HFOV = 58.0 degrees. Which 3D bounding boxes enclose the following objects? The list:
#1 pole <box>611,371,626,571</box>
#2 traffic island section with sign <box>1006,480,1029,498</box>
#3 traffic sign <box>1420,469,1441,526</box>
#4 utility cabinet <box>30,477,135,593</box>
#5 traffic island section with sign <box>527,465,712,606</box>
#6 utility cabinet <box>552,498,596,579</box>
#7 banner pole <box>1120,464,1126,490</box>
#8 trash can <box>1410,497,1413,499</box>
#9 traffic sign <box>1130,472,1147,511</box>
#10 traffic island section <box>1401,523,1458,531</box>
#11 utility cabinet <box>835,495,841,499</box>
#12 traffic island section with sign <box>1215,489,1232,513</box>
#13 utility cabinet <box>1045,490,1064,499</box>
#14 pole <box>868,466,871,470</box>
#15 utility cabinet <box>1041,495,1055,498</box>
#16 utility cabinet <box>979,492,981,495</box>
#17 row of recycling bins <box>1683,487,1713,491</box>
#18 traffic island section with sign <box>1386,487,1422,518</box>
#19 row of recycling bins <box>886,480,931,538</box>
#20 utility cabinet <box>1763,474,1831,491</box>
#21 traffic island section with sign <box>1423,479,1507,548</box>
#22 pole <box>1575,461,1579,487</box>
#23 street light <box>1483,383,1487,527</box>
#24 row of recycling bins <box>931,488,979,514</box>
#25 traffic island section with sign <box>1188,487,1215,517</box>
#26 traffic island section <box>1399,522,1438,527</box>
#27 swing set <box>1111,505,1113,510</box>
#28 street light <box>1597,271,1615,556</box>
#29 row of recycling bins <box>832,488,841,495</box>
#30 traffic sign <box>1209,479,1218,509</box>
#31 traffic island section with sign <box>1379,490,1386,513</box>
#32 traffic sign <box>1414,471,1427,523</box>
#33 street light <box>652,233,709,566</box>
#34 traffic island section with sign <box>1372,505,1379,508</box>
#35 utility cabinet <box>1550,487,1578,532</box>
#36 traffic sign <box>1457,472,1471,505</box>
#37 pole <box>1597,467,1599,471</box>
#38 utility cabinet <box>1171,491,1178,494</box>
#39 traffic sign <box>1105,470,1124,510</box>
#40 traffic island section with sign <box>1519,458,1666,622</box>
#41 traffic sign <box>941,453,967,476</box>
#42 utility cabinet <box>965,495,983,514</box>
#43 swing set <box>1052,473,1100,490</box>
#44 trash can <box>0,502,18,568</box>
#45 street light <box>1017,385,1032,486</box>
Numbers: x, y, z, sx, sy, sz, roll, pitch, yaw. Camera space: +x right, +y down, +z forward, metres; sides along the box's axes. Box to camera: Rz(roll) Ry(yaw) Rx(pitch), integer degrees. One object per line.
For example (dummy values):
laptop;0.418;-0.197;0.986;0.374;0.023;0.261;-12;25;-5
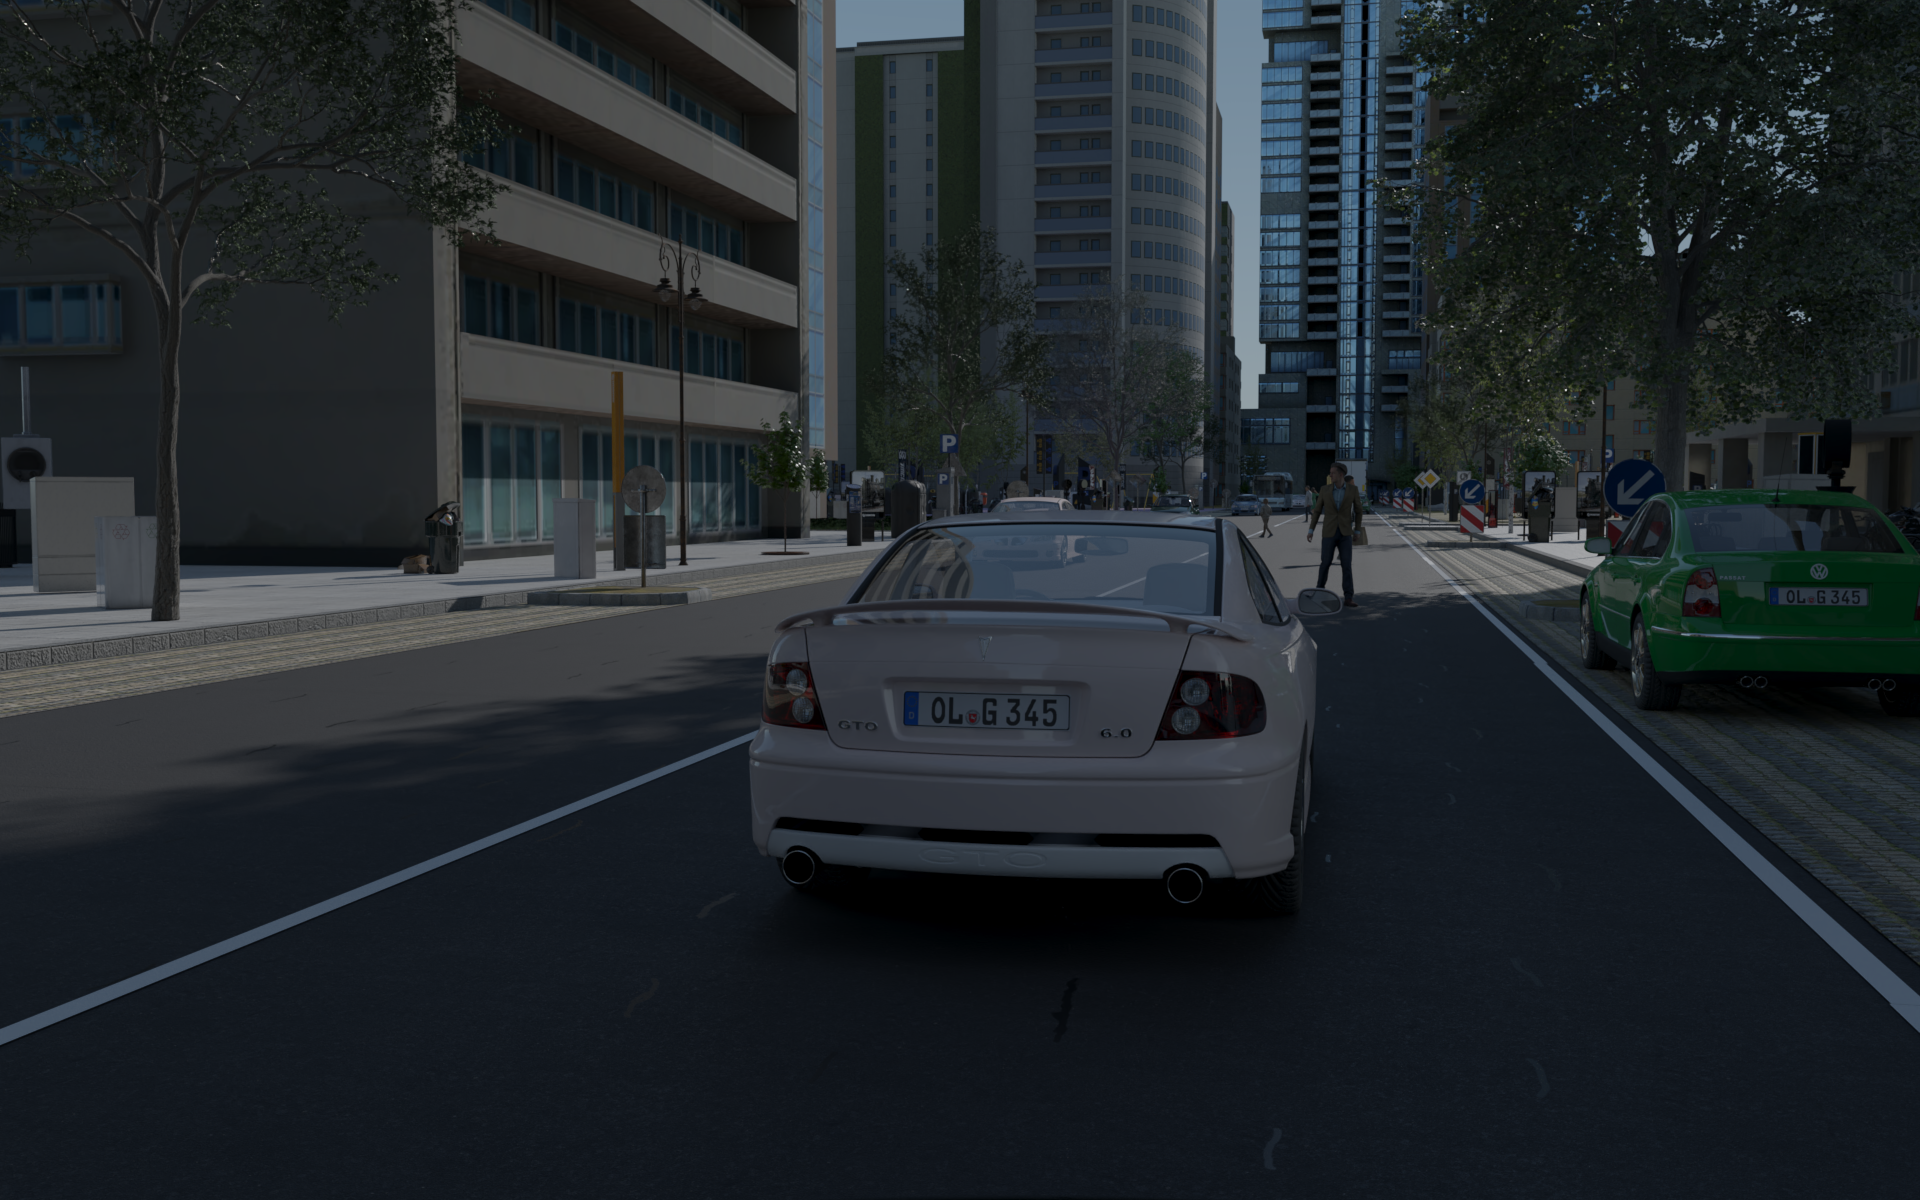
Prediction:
pole;-5.703;-2.145;28.907;0.158;3.312;0.155;0;3;0
traffic island section with sign;1.601;-2.488;49.312;1.989;1.847;2.006;1;4;13
traffic sign;18.632;-3.976;68.655;0.795;2.450;0.064;1;4;13
utility cabinet;-11.459;-0.854;22.649;1.173;1.500;0.318;-3;5;-40
traffic island section with sign;-4.404;-0.881;23.032;1.989;1.847;2.006;1;4;13
utility cabinet;-5.909;-0.943;26.574;0.306;1.237;1.020;-2;4;-35
banner pole;11.764;-8.372;126.892;0.863;3.779;0.401;0;4;-3
trash can;38.490;-8.275;146.947;0.748;1.137;0.748;0;3;0
traffic sign;8.135;-4.625;79.254;0.795;2.450;0.064;1;4;13
traffic island section;18.657;-2.841;68.727;2.009;0.180;2.903;1;4;13
utility cabinet;-8.294;-6.336;114.754;1.020;1.237;0.306;-2;4;-29
traffic island section with sign;20.034;-7.422;129.978;1.989;1.847;2.006;1;4;13
utility cabinet;5.150;-5.280;95.005;0.318;1.500;1.173;-3;5;-44
pole;-6.609;-8.092;126.146;0.158;3.312;0.155;0;3;0
utility cabinet;4.033;-4.418;83.403;1.020;1.237;0.306;2;4;25
utility cabinet;1.294;-8.830;153.048;1.173;1.500;0.318;-3;4;-36
row of recycling bins;39.745;-5.279;93.422;1.069;1.692;3.534;3;5;45
traffic island section with sign;26.274;-5.710;101.993;1.989;1.847;2.006;1;4;13
row of recycling bins;-1.522;-2.735;51.838;1.069;1.692;3.534;0;4;1
utility cabinet;9.340;-0.654;19.376;1.173;1.500;0.318;-3;5;-44
traffic island section with sign;13.643;-2.329;46.701;1.989;1.847;2.006;1;4;13
pole;38.403;-6.974;107.870;0.158;3.312;0.155;0;3;0
street light;20.577;-5.811;67.804;0.468;5.910;1.993;1;4;13
row of recycling bins;-0.540;-6.311;110.290;3.534;1.692;1.069;0;4;8
traffic island section with sign;13.994;-5.810;103.618;1.989;1.847;2.006;1;4;13
traffic island section;20.435;-3.317;76.512;2.009;0.180;2.903;1;4;13
swing set;10.285;-8.420;135.288;2.862;2.851;3.119;1;4;16
street light;13.268;-3.844;35.644;0.468;5.910;1.993;1;4;13
row of recycling bins;-10.067;-9.092;155.768;1.069;1.692;3.534;3;5;40
traffic sign;21.574;-9.017;147.537;0.768;2.556;0.104;1;4;13
traffic island section with sign;32.262;-7.318;128.277;1.989;1.847;2.006;1;4;13
traffic sign;20.410;-4.452;76.440;0.795;2.450;0.064;1;4;13
street light;-4.972;-3.557;30.952;0.468;5.910;1.993;1;4;13
traffic island section with sign;43.379;-10.290;176.868;1.989;1.847;2.006;1;4;13
utility cabinet;19.820;-2.975;57.322;1.173;1.500;0.318;0;4;-1
traffic sign;22.543;-4.612;77.532;0.606;2.300;0.079;1;4;16
pole;48.538;-8.438;131.804;0.158;3.312;0.155;0;3;0
utility cabinet;18.057;-8.521;148.000;1.173;1.500;0.318;-2;4;-26
traffic sign;6.357;-4.148;71.469;0.795;2.450;0.064;1;4;13
traffic island section with sign;7.554;-0.696;20.011;1.989;1.847;2.006;1;4;13
traffic sign;-0.237;-3.135;51.266;0.884;2.594;0.081;1;4;13
utility cabinet;0.940;-6.116;111.162;1.020;1.237;0.306;-1;4;-14
swing set;8.438;-7.915;127.025;3.119;2.851;2.862;1;4;21
trash can;-16.726;-1.127;30.079;0.748;1.137;0.748;0;3;0
street light;2.465;-5.547;63.477;0.468;5.910;1.993;1;4;13
